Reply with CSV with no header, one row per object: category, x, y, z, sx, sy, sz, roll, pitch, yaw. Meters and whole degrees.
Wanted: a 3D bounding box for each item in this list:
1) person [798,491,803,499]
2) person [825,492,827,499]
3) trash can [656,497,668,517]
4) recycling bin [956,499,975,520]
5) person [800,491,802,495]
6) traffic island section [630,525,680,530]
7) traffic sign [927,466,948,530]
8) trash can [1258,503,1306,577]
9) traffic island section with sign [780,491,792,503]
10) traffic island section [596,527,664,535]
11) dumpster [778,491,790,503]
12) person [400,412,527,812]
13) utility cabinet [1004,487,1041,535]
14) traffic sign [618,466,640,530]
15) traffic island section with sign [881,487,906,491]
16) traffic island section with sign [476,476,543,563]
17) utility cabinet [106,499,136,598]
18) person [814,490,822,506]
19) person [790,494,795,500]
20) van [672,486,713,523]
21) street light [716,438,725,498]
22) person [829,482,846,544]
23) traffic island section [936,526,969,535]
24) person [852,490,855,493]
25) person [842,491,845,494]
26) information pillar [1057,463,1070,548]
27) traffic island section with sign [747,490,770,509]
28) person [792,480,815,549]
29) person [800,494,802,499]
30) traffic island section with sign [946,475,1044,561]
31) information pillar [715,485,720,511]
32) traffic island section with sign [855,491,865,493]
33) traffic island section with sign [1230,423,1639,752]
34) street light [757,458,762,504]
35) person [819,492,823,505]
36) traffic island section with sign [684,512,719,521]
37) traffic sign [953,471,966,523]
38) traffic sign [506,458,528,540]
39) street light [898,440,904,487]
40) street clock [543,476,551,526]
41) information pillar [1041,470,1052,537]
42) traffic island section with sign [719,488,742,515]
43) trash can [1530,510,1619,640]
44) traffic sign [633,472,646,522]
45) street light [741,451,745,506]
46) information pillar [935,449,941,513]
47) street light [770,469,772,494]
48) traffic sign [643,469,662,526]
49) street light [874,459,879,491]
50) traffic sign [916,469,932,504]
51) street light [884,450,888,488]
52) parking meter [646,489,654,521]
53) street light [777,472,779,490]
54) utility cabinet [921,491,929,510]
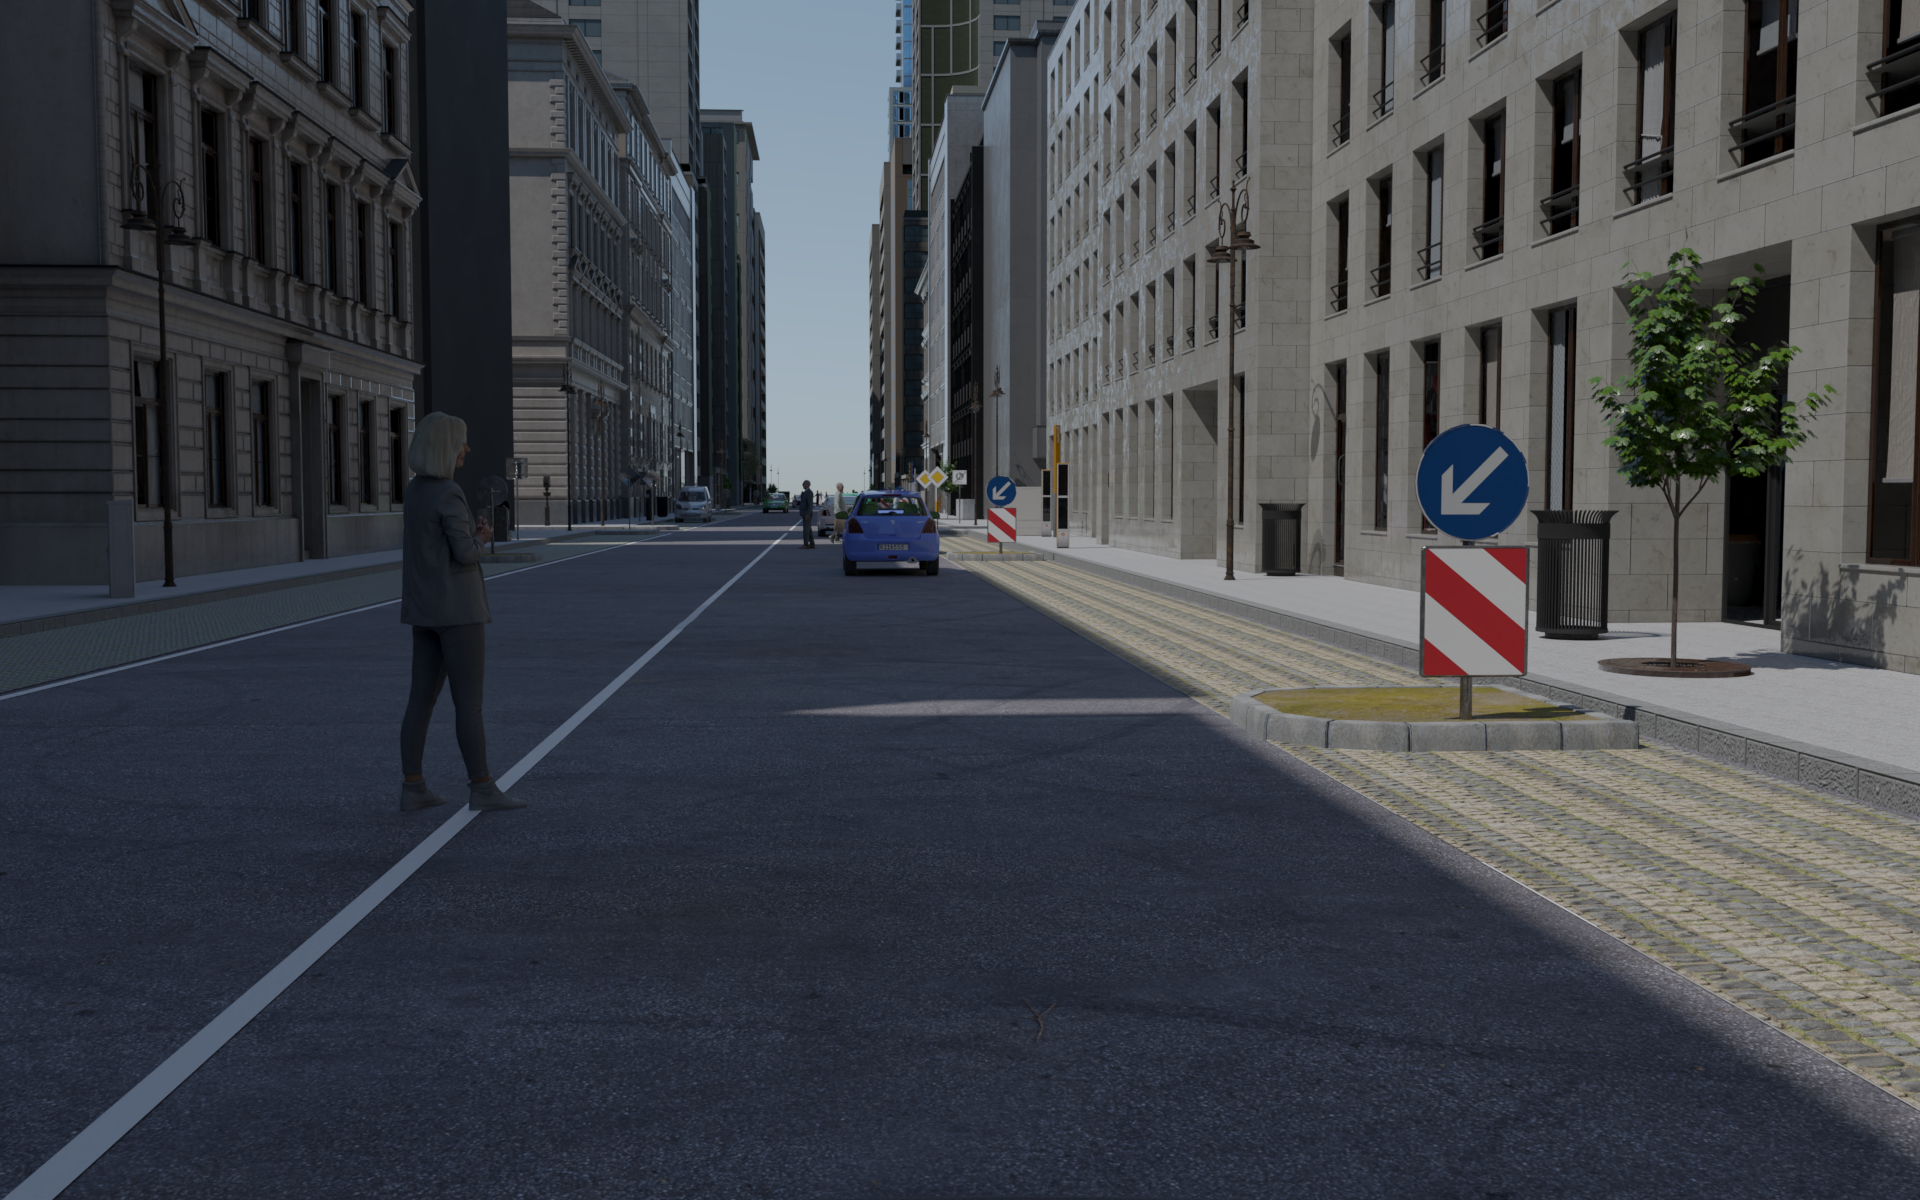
person,-15.947,-10.103,174.479,0.721,1.735,1.217,-3,4,-36
person,-19.616,-15.000,253.834,0.705,1.814,1.350,-1,4,-20
trash can,-16.527,-5.167,96.139,0.748,1.137,0.748,0,3,0
recycling bin,0.276,-4.436,85.085,0.722,1.027,0.722,-2,4,-25
person,-21.207,-13.666,232.070,1.348,1.807,0.705,-2,4,-32
traffic island section,-12.341,-2.886,69.462,2.009,0.180,2.903,0,4,-4
traffic sign,-0.811,-3.583,62.227,0.795,2.450,0.064,0,4,-4
trash can,5.035,-0.947,27.131,0.748,1.137,0.748,0,3,0
traffic island section with sign,-27.882,-16.503,278.449,1.989,1.847,2.006,0,4,-4
traffic island section,-11.749,-2.399,61.499,2.009,0.180,2.903,0,4,-4
dumpster,-26.162,-15.235,257.302,1.865,1.857,1.264,0,4,-3
person,-2.320,0.046,7.939,0.526,1.800,0.537,-2,4,-32
utility cabinet,1.951,-2.717,53.105,1.173,1.500,0.318,1,4,13
traffic sign,-11.727,-3.535,61.439,0.795,2.450,0.064,0,4,-4
traffic island section with sign,-3.342,-5.114,92.249,1.989,1.847,2.006,0,4,-4
traffic island section with sign,-9.893,-1.704,36.495,1.989,1.847,2.006,0,4,-4
utility cabinet,-10.535,-0.647,21.743,0.306,1.237,1.020,-2,4,-25
person,-14.465,-10.224,175.643,1.348,1.826,0.705,3,5,39
person,-18.219,-10.952,190.782,0.991,1.433,0.599,0,4,6
van,-13.432,-4.906,87.216,2.013,2.044,4.112,0,4,-5
street light,-19.984,-10.580,145.774,0.468,5.910,1.993,0,4,-4
person,-3.506,-2.489,49.679,0.515,1.767,0.782,0,4,-4
traffic island section,-0.788,-2.448,62.306,2.009,0.180,2.903,0,4,-4
person,-9.168,-8.626,149.532,0.705,1.824,1.348,-2,4,-25
person,-12.567,-10.771,184.478,0.709,1.838,0.599,1,4,14
information pillar,2.436,-2.230,40.950,0.304,2.012,0.304,0,4,3
traffic island section with sign,-19.704,-9.768,168.339,1.989,1.847,2.006,0,4,-4
person,-4.087,-2.246,45.397,0.590,1.801,0.661,-1,4,-17
person,-15.611,-9.743,171.059,0.557,1.426,1.065,-1,4,-19
traffic island section with sign,0.719,-1.775,37.645,1.989,1.847,2.006,0,4,-4
information pillar,-18.791,-7.927,134.101,0.304,2.012,0.304,-1,4,-20
traffic island section with sign,-11.125,-11.516,196.908,1.989,1.847,2.006,0,4,-4
traffic island section with sign,2.724,-0.116,10.521,1.989,1.847,2.006,0,4,-4
street light,-26.206,-15.651,228.686,0.468,5.910,1.993,0,4,-4
person,-18.695,-13.650,232.342,0.551,1.740,0.621,-2,4,-34
traffic island section with sign,-14.035,-5.115,92.263,1.989,1.847,2.006,0,4,-4
traffic sign,-0.013,-4.486,75.471,0.606,2.300,0.079,0,4,0
traffic sign,-12.450,-2.849,48.714,0.606,2.300,0.079,0,4,-2
street light,-5.004,-10.656,147.019,0.468,5.910,1.993,0,4,-4
street clock,-16.631,-3.987,69.750,0.358,2.002,0.471,0,4,-5
information pillar,2.594,-2.905,51.995,0.304,2.012,0.304,0,4,-1
traffic island section with sign,-16.054,-6.759,119.143,1.989,1.847,2.006,0,4,-4
trash can,5.439,-0.228,15.375,0.748,1.137,0.748,0,3,0
traffic sign,-14.730,-4.738,79.602,0.606,2.300,0.079,0,4,4
street light,-22.862,-12.829,182.549,0.468,5.910,1.993,0,4,-4
information pillar,-1.139,-6.038,90.075,0.183,3.616,0.504,2,4,27
street light,-28.880,-17.872,264.996,0.468,5.910,1.993,0,4,-4
traffic sign,-12.318,-4.022,69.402,0.795,2.450,0.064,0,4,-4
street light,-11.166,-15.743,230.185,0.468,5.910,1.993,0,4,-4
traffic sign,-1.403,-4.070,70.190,0.795,2.450,0.064,0,4,-4
street light,-7.900,-12.903,183.743,0.468,5.910,1.993,0,4,-4
parking meter,-14.974,-4.601,83.631,0.372,1.533,0.369,0,3,0
street light,-31.642,-20.104,301.487,0.468,5.910,1.993,0,4,-4
utility cabinet,-2.336,-6.491,114.800,0.318,1.500,1.173,1,4,13
